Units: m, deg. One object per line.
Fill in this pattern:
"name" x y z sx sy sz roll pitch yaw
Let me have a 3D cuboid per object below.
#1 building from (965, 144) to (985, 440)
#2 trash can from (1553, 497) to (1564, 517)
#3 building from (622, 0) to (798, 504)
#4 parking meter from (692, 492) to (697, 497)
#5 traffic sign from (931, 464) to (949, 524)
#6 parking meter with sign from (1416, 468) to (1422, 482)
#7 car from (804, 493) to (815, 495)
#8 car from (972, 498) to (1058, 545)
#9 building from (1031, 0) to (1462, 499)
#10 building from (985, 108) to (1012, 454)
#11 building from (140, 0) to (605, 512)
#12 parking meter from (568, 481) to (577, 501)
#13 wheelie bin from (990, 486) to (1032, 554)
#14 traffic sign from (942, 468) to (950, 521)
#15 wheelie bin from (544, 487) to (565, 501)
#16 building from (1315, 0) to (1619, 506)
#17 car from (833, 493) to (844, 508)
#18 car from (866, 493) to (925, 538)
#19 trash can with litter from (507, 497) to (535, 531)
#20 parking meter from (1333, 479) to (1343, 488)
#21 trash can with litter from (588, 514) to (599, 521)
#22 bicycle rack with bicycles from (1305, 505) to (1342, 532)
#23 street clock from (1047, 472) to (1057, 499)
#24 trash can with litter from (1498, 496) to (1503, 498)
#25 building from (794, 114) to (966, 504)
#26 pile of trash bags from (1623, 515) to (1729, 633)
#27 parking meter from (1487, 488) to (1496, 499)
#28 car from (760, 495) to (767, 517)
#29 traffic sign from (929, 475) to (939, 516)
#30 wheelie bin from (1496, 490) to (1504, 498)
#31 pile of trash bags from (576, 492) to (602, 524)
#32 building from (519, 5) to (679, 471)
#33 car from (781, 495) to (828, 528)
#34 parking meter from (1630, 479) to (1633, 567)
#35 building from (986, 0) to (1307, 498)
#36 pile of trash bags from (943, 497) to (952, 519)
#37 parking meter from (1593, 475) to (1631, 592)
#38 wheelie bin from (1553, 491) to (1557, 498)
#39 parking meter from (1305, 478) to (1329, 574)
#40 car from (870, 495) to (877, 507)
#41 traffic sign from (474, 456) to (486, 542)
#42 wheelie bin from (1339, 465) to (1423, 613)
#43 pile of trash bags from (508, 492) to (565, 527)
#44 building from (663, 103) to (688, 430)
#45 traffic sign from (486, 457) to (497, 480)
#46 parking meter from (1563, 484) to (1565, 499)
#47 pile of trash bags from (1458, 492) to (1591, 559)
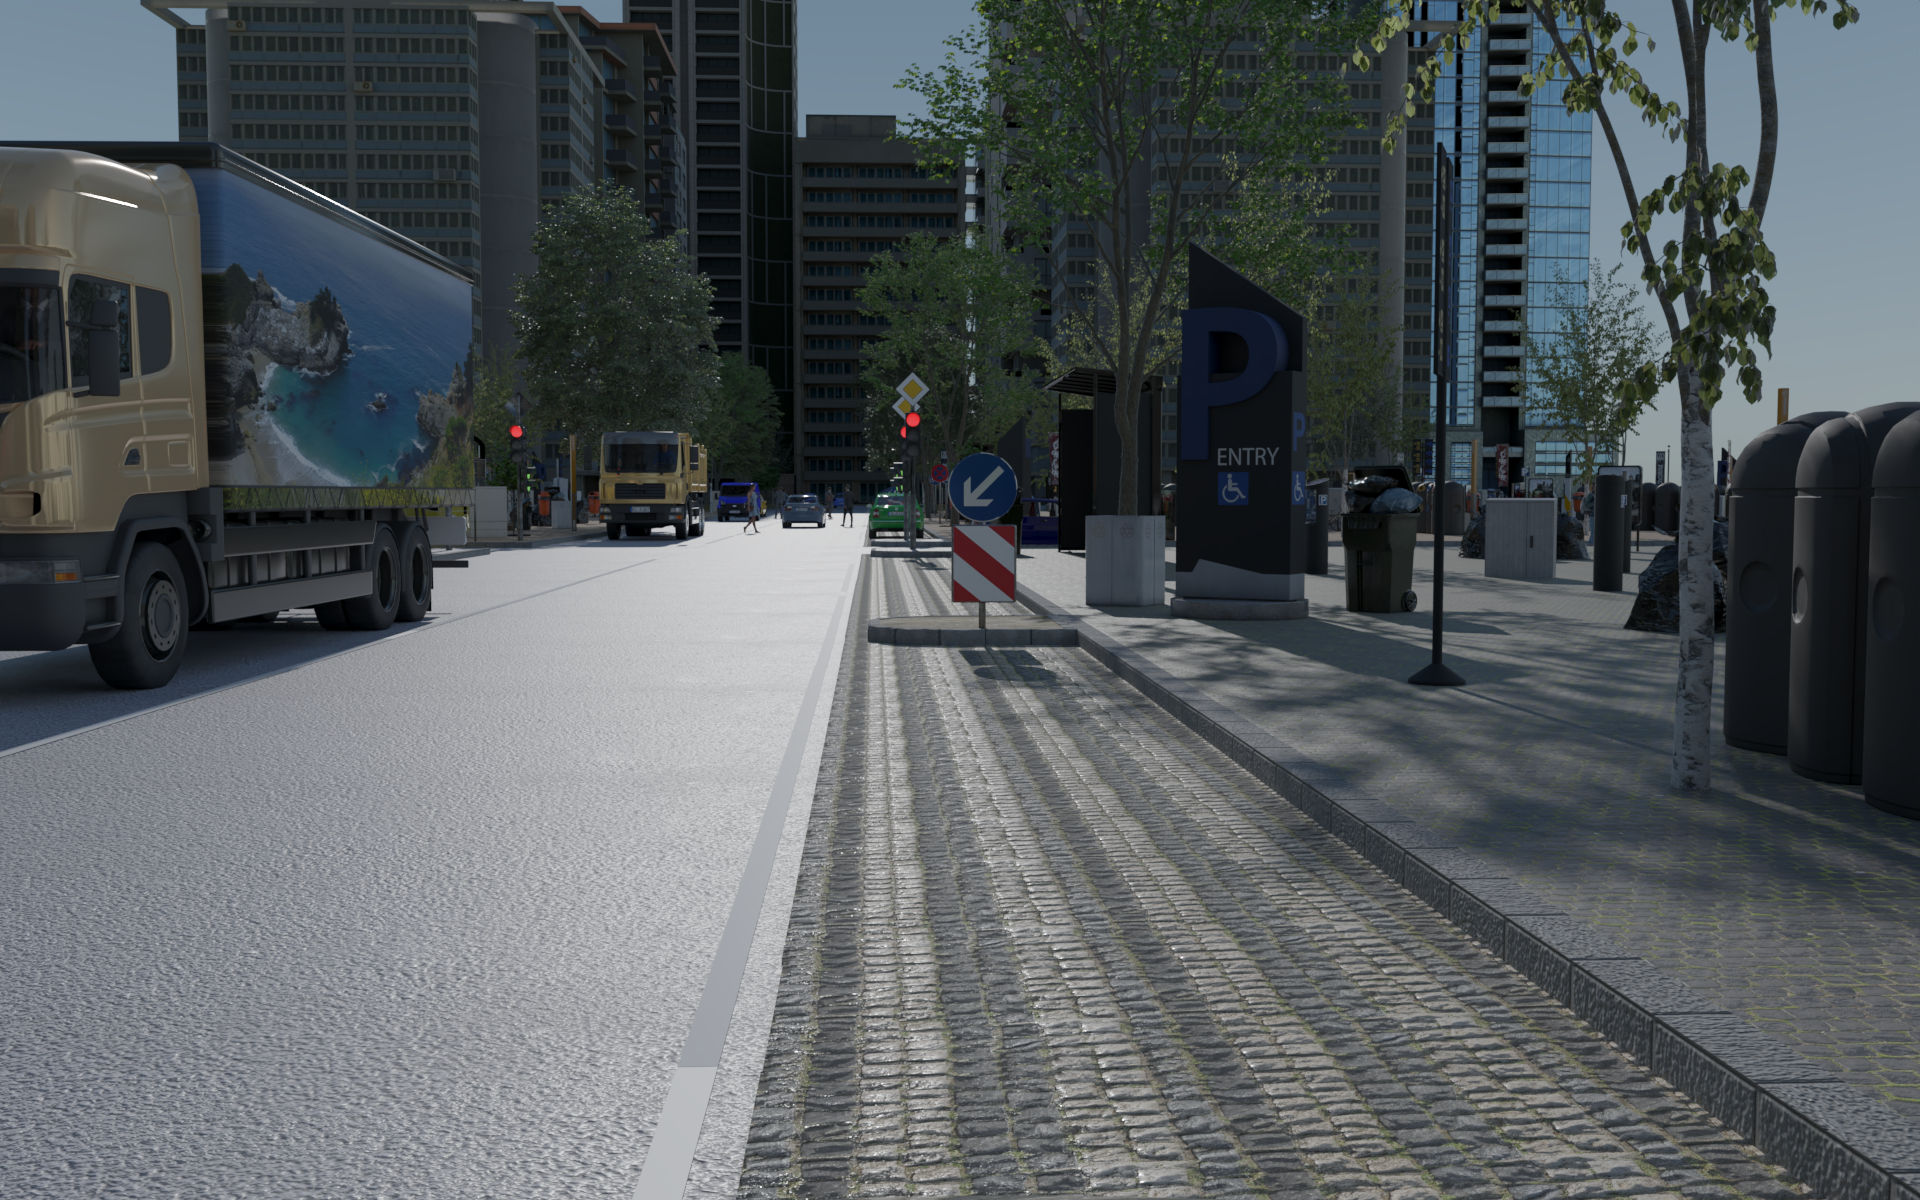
"building" 15.627 -37.156 227.104 30.456 49.044 23.786 0 4 -3
"trash can" 26.829 -4.067 78.151 0.748 1.137 0.748 0 3 0
"building" -31.346 -47.906 221.519 20.611 71.187 20.563 0 4 -3
"parking meter" -16.275 -5.970 106.025 0.372 1.533 0.369 0 3 0
"traffic sign" -0.856 -4.528 74.134 0.768 2.556 0.104 0 4 4
"parking meter with sign" 29.776 -7.229 114.463 0.543 3.016 1.738 -2 4 -26
"car" -16.480 -11.028 189.904 1.945 1.707 3.694 0 4 -3
"car" 2.194 -1.864 43.055 3.894 1.354 1.945 0 4 -2
"building" 20.126 -27.258 137.557 32.217 40.220 23.993 0 4 -3
"building" 9.551 -30.583 183.628 14.154 41.232 14.086 0 4 -3
"building" -41.294 -26.969 132.816 32.217 40.220 23.993 0 4 -3
"parking meter" -17.385 -4.402 77.687 0.399 1.863 0.255 0 4 -7
"wheelie bin" 0.997 -1.795 37.251 0.693 1.594 0.980 -1 4 -18
"traffic sign" -0.664 -5.122 83.848 0.768 2.556 0.104 0 4 2
"wheelie bin" -17.020 -3.946 72.419 0.980 1.594 0.693 0 4 -7
"building" 51.785 -53.136 181.443 31.000 86.520 22.319 0 4 -3
"car" -11.867 -10.088 174.531 1.945 1.707 3.694 0 4 -2
"car" -2.110 -2.944 56.937 1.959 1.807 4.718 0 4 -3
"trash can with litter" -15.543 -3.030 60.934 1.055 1.170 0.624 -3 4 -37
"parking meter" 15.126 -3.891 69.328 0.255 1.863 0.399 -2 4 -34
"trash can with litter" -16.800 -4.407 83.109 1.678 1.210 2.233 -1 4 -10
"bicycle rack with bicycles" 12.092 -2.738 58.152 2.925 0.926 2.852 -1 4 -13
"street clock" 3.037 -3.198 56.858 0.358 2.002 0.471 -1 4 -13
"trash can with litter" 26.112 -4.403 83.044 2.233 1.210 1.678 2 4 33
"building" -10.345 -36.765 224.808 21.600 48.544 21.300 0 4 -3
"pile of trash bags" 8.103 -0.429 16.767 3.447 1.369 1.912 -3 4 -37
"parking meter" 23.888 -4.248 77.862 0.372 1.533 0.369 0 3 0
"car" -13.013 -5.970 107.828 2.015 1.641 3.980 0 4 -2
"traffic sign" -1.433 -6.195 101.391 0.768 2.556 0.104 0 4 5
"wheelie bin" 37.326 -6.867 120.178 0.693 1.594 0.980 3 5 40
"pile of trash bags" -16.730 -3.994 75.057 3.447 1.369 1.912 3 4 38
"building" -37.795 -30.865 159.265 22.147 44.769 28.867 0 4 -3
"car" -6.726 -3.837 74.739 2.014 1.417 4.499 0 4 -2
"parking meter" 10.798 -1.220 28.363 0.372 1.533 0.369 0 3 0
"building" 16.910 -35.084 162.866 28.713 52.752 27.495 0 4 -3
"pile of trash bags" -0.007 -4.834 88.781 1.912 1.369 3.447 1 4 12
"parking meter" 8.590 -0.888 22.931 0.372 1.533 0.369 0 3 0
"wheelie bin" 38.998 -6.512 114.386 0.693 1.594 0.980 3 4 37
"parking meter" 5.717 -1.183 27.758 0.372 1.533 0.369 0 3 0
"car" -6.594 -8.126 145.442 1.945 1.354 3.894 0 4 -1
"traffic sign" -13.066 -2.722 46.642 0.606 2.300 0.079 0 4 6
"wheelie bin" 4.582 -0.670 18.855 0.693 1.594 0.980 -3 5 -44
"pile of trash bags" -16.809 -3.611 68.795 1.912 1.369 3.447 -2 4 -26
"building" -36.078 -30.523 182.637 14.086 41.232 14.154 0 4 -3
"traffic sign" -14.680 -3.246 54.255 0.795 2.450 0.064 0 4 5
"parking meter" 42.204 -7.022 120.527 0.255 1.863 0.399 3 4 36
"pile of trash bags" 11.869 -1.526 34.700 3.447 1.369 1.912 -1 4 -18
